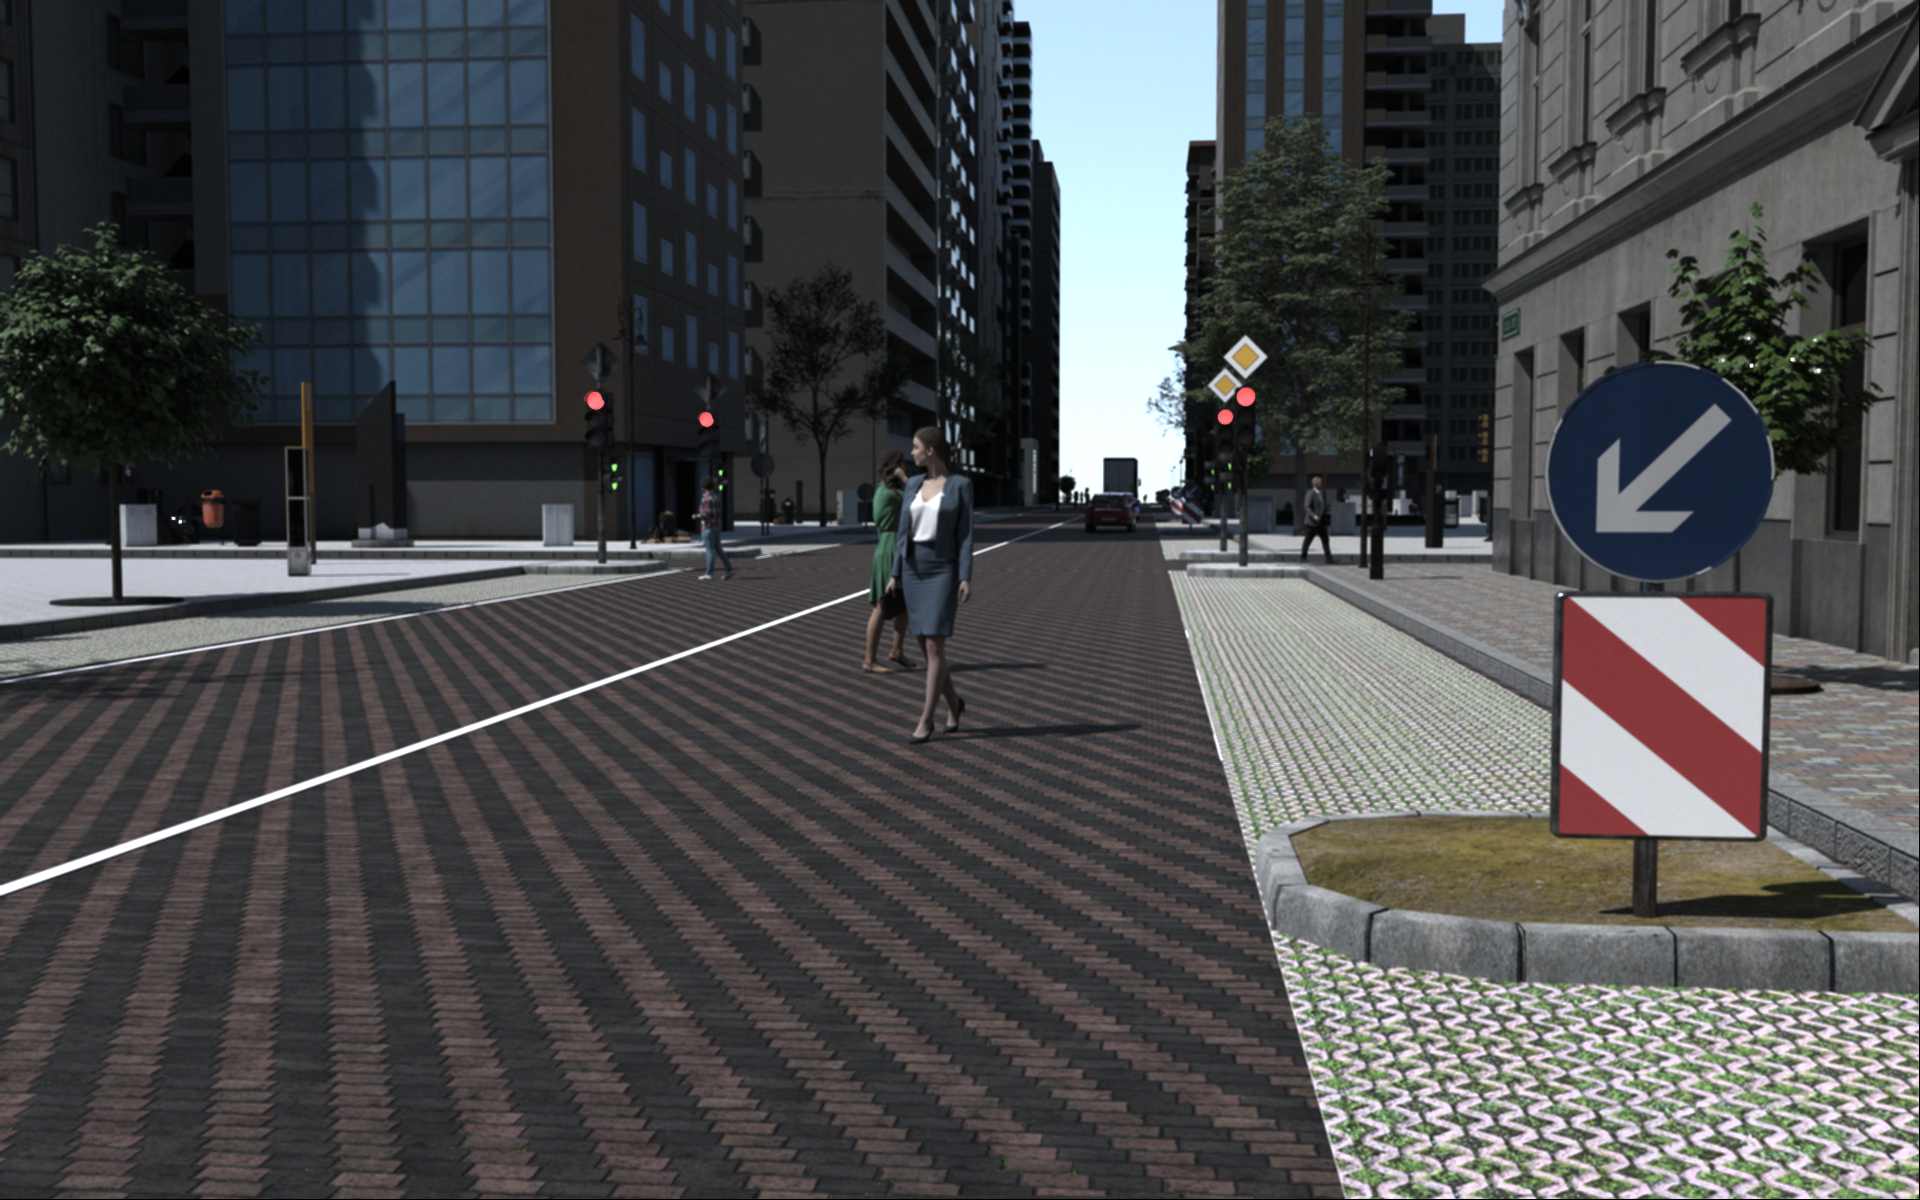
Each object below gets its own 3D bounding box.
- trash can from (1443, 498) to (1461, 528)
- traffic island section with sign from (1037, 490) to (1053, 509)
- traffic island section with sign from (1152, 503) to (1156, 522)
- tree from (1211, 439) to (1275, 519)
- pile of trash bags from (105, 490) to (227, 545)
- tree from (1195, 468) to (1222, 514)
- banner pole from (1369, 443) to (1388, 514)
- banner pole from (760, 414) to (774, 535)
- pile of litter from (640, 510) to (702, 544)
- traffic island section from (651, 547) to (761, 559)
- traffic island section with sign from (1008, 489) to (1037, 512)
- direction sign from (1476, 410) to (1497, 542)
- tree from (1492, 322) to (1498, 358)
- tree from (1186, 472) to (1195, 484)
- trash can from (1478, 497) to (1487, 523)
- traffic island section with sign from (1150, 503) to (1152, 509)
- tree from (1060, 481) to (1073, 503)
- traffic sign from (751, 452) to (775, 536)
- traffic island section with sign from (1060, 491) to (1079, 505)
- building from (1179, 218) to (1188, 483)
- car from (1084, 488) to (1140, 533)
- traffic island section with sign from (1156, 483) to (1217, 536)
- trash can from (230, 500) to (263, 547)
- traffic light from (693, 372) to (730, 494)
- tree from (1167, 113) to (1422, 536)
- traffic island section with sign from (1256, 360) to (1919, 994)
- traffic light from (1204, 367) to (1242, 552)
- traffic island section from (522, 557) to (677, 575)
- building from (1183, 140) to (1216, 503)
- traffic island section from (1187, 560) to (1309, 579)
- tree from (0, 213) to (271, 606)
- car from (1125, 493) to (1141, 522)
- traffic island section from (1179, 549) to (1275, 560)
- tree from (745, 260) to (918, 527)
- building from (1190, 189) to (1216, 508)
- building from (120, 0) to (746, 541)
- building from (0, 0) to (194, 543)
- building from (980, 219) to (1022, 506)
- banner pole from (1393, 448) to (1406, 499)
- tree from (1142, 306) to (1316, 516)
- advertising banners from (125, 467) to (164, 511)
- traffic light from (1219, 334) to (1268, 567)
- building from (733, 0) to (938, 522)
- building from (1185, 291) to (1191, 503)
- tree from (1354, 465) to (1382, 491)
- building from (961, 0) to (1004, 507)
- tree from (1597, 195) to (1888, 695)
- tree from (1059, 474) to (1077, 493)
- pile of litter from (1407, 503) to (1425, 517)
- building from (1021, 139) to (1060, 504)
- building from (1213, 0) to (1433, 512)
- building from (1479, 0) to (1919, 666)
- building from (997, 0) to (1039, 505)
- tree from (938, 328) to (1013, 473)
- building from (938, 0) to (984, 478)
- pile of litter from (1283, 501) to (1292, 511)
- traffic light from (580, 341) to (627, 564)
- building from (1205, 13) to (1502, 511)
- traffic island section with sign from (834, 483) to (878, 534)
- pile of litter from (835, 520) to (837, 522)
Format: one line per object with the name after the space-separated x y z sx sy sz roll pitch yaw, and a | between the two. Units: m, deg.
18.399 -3.260 64.960 0.748 1.137 0.748 0 3 0 | trash can
7.849 -9.613 165.804 1.989 1.847 2.006 0 4 6 | traffic island section with sign
10.873 -4.832 87.628 1.989 1.847 2.006 0 4 6 | traffic island section with sign
14.641 -6.483 89.710 4.285 4.588 4.351 0 3 0 | tree
-19.928 -2.089 43.900 3.447 1.369 1.912 2 4 24 | pile of trash bags
16.416 -7.169 111.811 1.663 3.219 1.824 0 3 0 | tree
18.142 -5.206 75.135 0.863 3.779 0.401 -1 4 -9 | banner pole
-6.052 -3.894 53.689 0.401 3.779 0.863 1 4 15 | banner pole
-7.549 -1.920 45.360 1.719 0.858 1.176 -1 4 -17 | pile of litter
-5.766 -1.080 39.933 2.009 0.180 2.903 0 4 6 | traffic island section
4.907 -7.952 138.642 1.989 1.847 2.006 0 4 6 | traffic island section with sign
14.359 -3.348 46.739 0.876 3.537 0.379 3 4 38 | direction sign
20.569 -6.746 60.655 4.737 8.622 4.395 0 3 0 | tree
17.439 -8.144 127.755 1.663 3.219 1.824 0 3 0 | tree
23.235 -3.961 76.409 0.748 1.137 0.748 0 3 0 | trash can
16.337 -7.924 138.185 1.989 1.847 2.006 0 4 6 | traffic island section with sign
15.603 -16.069 257.333 1.663 3.219 1.824 0 3 0 | tree
-6.043 -3.237 53.029 0.768 2.556 0.104 1 4 10 | traffic sign
13.745 -12.957 220.470 1.989 1.847 2.006 0 4 6 | traffic island section with sign
44.511 -38.835 254.552 23.786 49.044 30.456 0 4 6 | building
5.778 -3.489 66.083 2.155 1.783 4.494 0 4 8 | car
7.906 -3.154 60.196 1.989 1.847 2.006 0 4 6 | traffic island section with sign
-17.502 -1.888 42.519 0.748 1.137 0.748 0 3 0 | trash can
-5.727 -3.111 39.794 0.839 4.253 0.868 0 4 6 | traffic light
10.148 -8.231 52.706 7.486 12.596 7.792 0 3 0 | tree
2.057 0.164 5.945 1.989 1.847 2.006 0 4 6 | traffic island section with sign
5.868 -3.036 38.561 0.839 4.253 0.868 0 4 6 | traffic light
-6.624 -0.594 31.994 2.009 0.180 2.903 0 4 6 | traffic island section
38.461 -34.001 210.547 22.147 44.769 28.867 0 4 6 | building
5.049 -0.517 30.732 2.009 0.180 2.903 0 4 6 | traffic island section
-10.052 -2.242 20.365 4.285 4.588 4.351 0 3 0 | tree
8.601 -5.021 91.683 1.945 1.707 3.694 0 4 4 | car
5.907 -1.002 38.671 2.009 0.180 2.903 0 4 6 | traffic island section
-5.192 -8.182 68.185 8.767 10.594 7.601 2 4 32 | tree
29.682 -24.106 165.829 14.160 30.474 14.107 0 4 6 | building
-15.095 -24.637 52.931 14.600 45.320 14.200 0 4 6 | building
-31.179 -22.378 49.474 14.086 41.232 14.154 0 4 6 | building
-1.027 -25.054 181.339 14.160 30.474 14.107 0 4 6 | building
23.627 -6.327 93.460 0.863 3.779 0.401 -1 4 -12 | banner pole
16.096 -11.742 102.357 12.009 13.543 11.850 0 3 0 | tree
-21.899 -3.072 46.410 0.090 3.025 2.074 0 4 2 | advertising banners
5.010 -2.551 30.622 0.839 4.253 0.868 0 4 6 | traffic light
-12.970 -28.553 90.541 21.300 48.544 21.600 0 4 6 | building
37.490 -28.245 233.506 14.160 30.474 14.107 0 4 6 | building
21.798 -5.899 91.044 1.663 3.219 1.824 0 3 0 | tree
-10.355 -34.880 159.523 28.713 52.752 27.495 0 4 6 | building
5.146 -1.022 11.319 1.663 3.219 1.824 0 3 0 | tree
16.463 -17.400 268.202 4.285 4.588 4.351 0 3 0 | tree
21.259 -4.135 81.570 1.719 0.858 1.176 1 4 18 | pile of litter
2.707 -37.745 240.827 21.300 48.544 21.600 0 4 6 | building
25.876 -29.130 126.393 14.600 45.320 14.200 0 4 6 | building
14.441 -14.039 5.952 17.030 29.872 44.131 0 4 6 | building
-1.030 -55.107 213.667 22.319 86.520 31.000 0 4 6 | building
-0.580 -11.040 106.267 9.928 11.665 9.643 0 3 0 | tree
-10.783 -31.251 130.556 23.786 49.044 30.456 0 4 6 | building
19.778 -5.441 102.926 1.176 0.858 1.719 3 5 43 | pile of litter
-6.585 -2.626 31.855 0.839 4.253 0.868 0 4 6 | traffic light
37.013 -27.706 144.879 32.217 40.220 23.993 0 4 6 | building
-3.376 -3.266 62.027 1.989 1.847 2.006 0 4 6 | traffic island section with sign
-4.973 -3.942 78.414 1.176 0.858 1.719 -2 4 -33 | pile of litter
